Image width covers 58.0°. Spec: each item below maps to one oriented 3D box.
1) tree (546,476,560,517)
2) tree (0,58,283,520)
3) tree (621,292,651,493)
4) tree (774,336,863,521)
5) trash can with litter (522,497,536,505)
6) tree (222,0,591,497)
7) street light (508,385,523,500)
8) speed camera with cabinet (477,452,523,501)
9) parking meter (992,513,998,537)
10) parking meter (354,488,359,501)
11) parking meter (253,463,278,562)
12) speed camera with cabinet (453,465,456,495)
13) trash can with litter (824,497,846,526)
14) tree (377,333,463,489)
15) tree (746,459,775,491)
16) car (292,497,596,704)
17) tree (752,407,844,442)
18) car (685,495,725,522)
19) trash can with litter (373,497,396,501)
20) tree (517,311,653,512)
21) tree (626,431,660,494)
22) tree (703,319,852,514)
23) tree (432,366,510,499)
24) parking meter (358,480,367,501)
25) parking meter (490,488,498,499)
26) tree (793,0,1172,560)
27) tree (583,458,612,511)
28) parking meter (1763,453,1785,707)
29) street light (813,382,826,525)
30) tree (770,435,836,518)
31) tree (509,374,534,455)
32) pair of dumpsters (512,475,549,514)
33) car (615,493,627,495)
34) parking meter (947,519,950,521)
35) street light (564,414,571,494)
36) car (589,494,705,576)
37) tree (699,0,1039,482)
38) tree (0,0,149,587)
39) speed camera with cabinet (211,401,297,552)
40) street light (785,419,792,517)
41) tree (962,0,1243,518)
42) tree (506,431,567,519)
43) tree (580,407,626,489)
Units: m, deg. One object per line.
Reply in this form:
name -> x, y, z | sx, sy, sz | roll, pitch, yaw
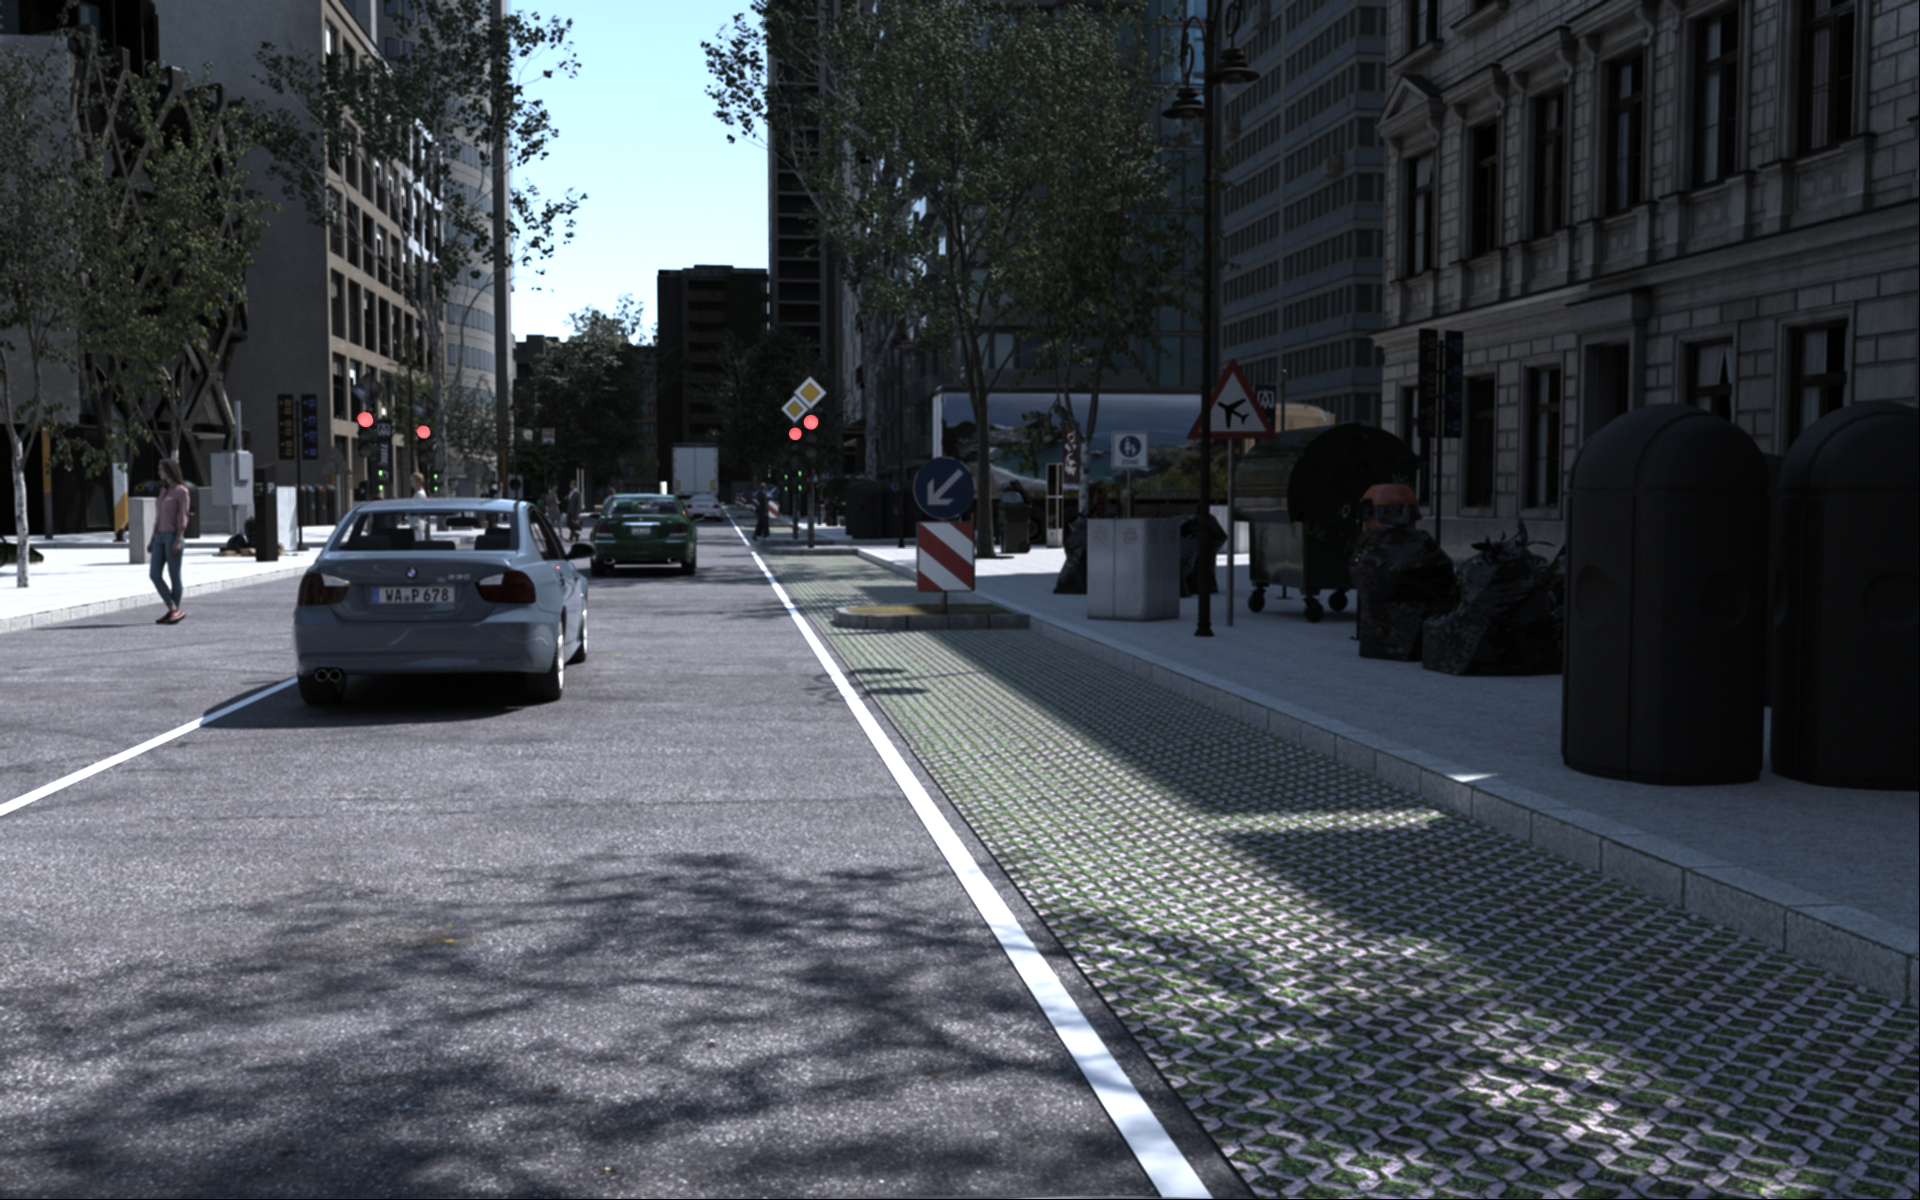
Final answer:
tree -> -23.021, -6.232, 96.492 | 1.663, 3.219, 1.824 | 0, 3, 0
tree -> -13.460, -4.810, 29.004 | 4.737, 8.622, 4.395 | 0, 3, 0
tree -> -30.285, -18.631, 160.501 | 12.611, 20.169, 13.585 | 0, 3, 0
tree -> -6.784, -7.961, 80.530 | 4.360, 8.622, 3.978 | 0, 3, 0
trash can with litter -> -19.263, -4.046, 77.534 | 0.624, 1.170, 1.055 | 0, 4, 1
tree -> -18.536, -12.346, 57.749 | 12.611, 20.169, 13.585 | 0, 3, 0
street light -> -18.896, -6.172, 73.694 | 0.468, 5.910, 1.993 | 0, 4, -8
speed camera with cabinet -> -21.472, -5.294, 80.893 | 2.038, 3.252, 0.660 | -1, 4, -11
parking meter -> 0.978, -2.800, 51.495 | 0.399, 1.863, 0.255 | 0, 4, 1
parking meter -> -26.268, -4.115, 75.685 | 0.372, 1.533, 0.369 | 0, 3, 0
parking meter -> -13.200, -1.664, 32.923 | 0.255, 1.863, 0.399 | 1, 4, 18
speed camera with cabinet -> -33.705, -7.453, 116.194 | 0.660, 3.252, 2.038 | -1, 4, -14
trash can with litter -> -4.871, -3.523, 68.993 | 1.055, 1.170, 0.624 | 1, 4, 13
tree -> -24.480, -7.854, 78.771 | 4.737, 8.622, 4.395 | 0, 3, 0
tree -> -21.673, -14.463, 186.828 | 4.737, 8.622, 4.395 | 0, 3, 0
car -> -3.825, -0.073, 13.194 | 2.014, 1.417, 4.499 | -1, 4, -9
tree -> -12.757, -11.967, 130.076 | 7.601, 10.594, 8.767 | 1, 4, 20
car -> -13.306, -4.759, 90.173 | 2.083, 1.381, 4.827 | 0, 4, -6
trash can with litter -> -20.901, -3.129, 62.550 | 0.624, 1.170, 1.055 | 0, 4, 7
tree -> -26.303, -13.198, 122.434 | 9.857, 13.997, 8.962 | 0, 3, 0
tree -> -36.397, -15.124, 197.635 | 4.737, 8.622, 4.395 | 0, 3, 0
tree -> -11.744, -12.040, 113.862 | 9.611, 12.733, 9.660 | 0, 3, 0
tree -> -28.056, -9.092, 99.022 | 4.360, 8.622, 3.978 | 0, 3, 0
parking meter -> -25.100, -4.111, 72.933 | 0.399, 1.863, 0.255 | 0, 4, 2
parking meter -> -20.584, -4.160, 76.431 | 0.372, 1.533, 0.369 | 0, 3, 0
tree -> 0.338, -6.634, 34.226 | 9.928, 11.665, 9.643 | 0, 3, 0
tree -> -28.097, -9.105, 132.578 | 4.285, 4.588, 4.351 | 0, 3, 0
parking meter -> 5.003, -0.128, 10.502 | 0.372, 1.533, 0.369 | 0, 3, 0
street light -> -5.814, -6.033, 71.431 | 0.468, 5.910, 1.993 | 0, 4, -8
tree -> -8.403, -6.599, 91.614 | 4.285, 4.588, 4.351 | 0, 3, 0
tree -> -28.057, -9.496, 105.615 | 4.360, 8.622, 3.978 | 0, 3, 0
pair of dumpsters -> -21.117, -5.039, 84.878 | 1.574, 2.255, 4.437 | 0, 4, -8
car -> -21.116, -6.129, 109.003 | 1.959, 1.807, 4.718 | -1, 4, -10
parking meter -> -0.526, -3.182, 60.433 | 0.372, 1.533, 0.369 | 0, 3, 0
street light -> -22.601, -7.771, 99.840 | 0.468, 5.910, 1.993 | 0, 4, -8
car -> -5.763, -1.223, 31.796 | 2.131, 1.459, 4.920 | -1, 4, -8
tree -> -1.612, -12.477, 59.888 | 12.611, 20.169, 13.585 | 0, 3, 0
tree -> -12.945, -4.464, 23.351 | 4.360, 8.622, 3.978 | 0, 3, 0
speed camera with cabinet -> -15.324, -2.647, 37.609 | 0.660, 3.252, 2.038 | 1, 4, 18
street light -> -9.525, -7.605, 97.126 | 0.468, 5.910, 1.993 | 0, 4, -8
tree -> 1.879, -4.557, 24.866 | 4.737, 8.622, 4.395 | 0, 3, 0
tree -> -22.178, -6.514, 90.210 | 4.285, 4.588, 4.351 | 0, 3, 0
tree -> -29.722, -11.955, 145.829 | 4.360, 8.622, 3.978 | 0, 3, 0
